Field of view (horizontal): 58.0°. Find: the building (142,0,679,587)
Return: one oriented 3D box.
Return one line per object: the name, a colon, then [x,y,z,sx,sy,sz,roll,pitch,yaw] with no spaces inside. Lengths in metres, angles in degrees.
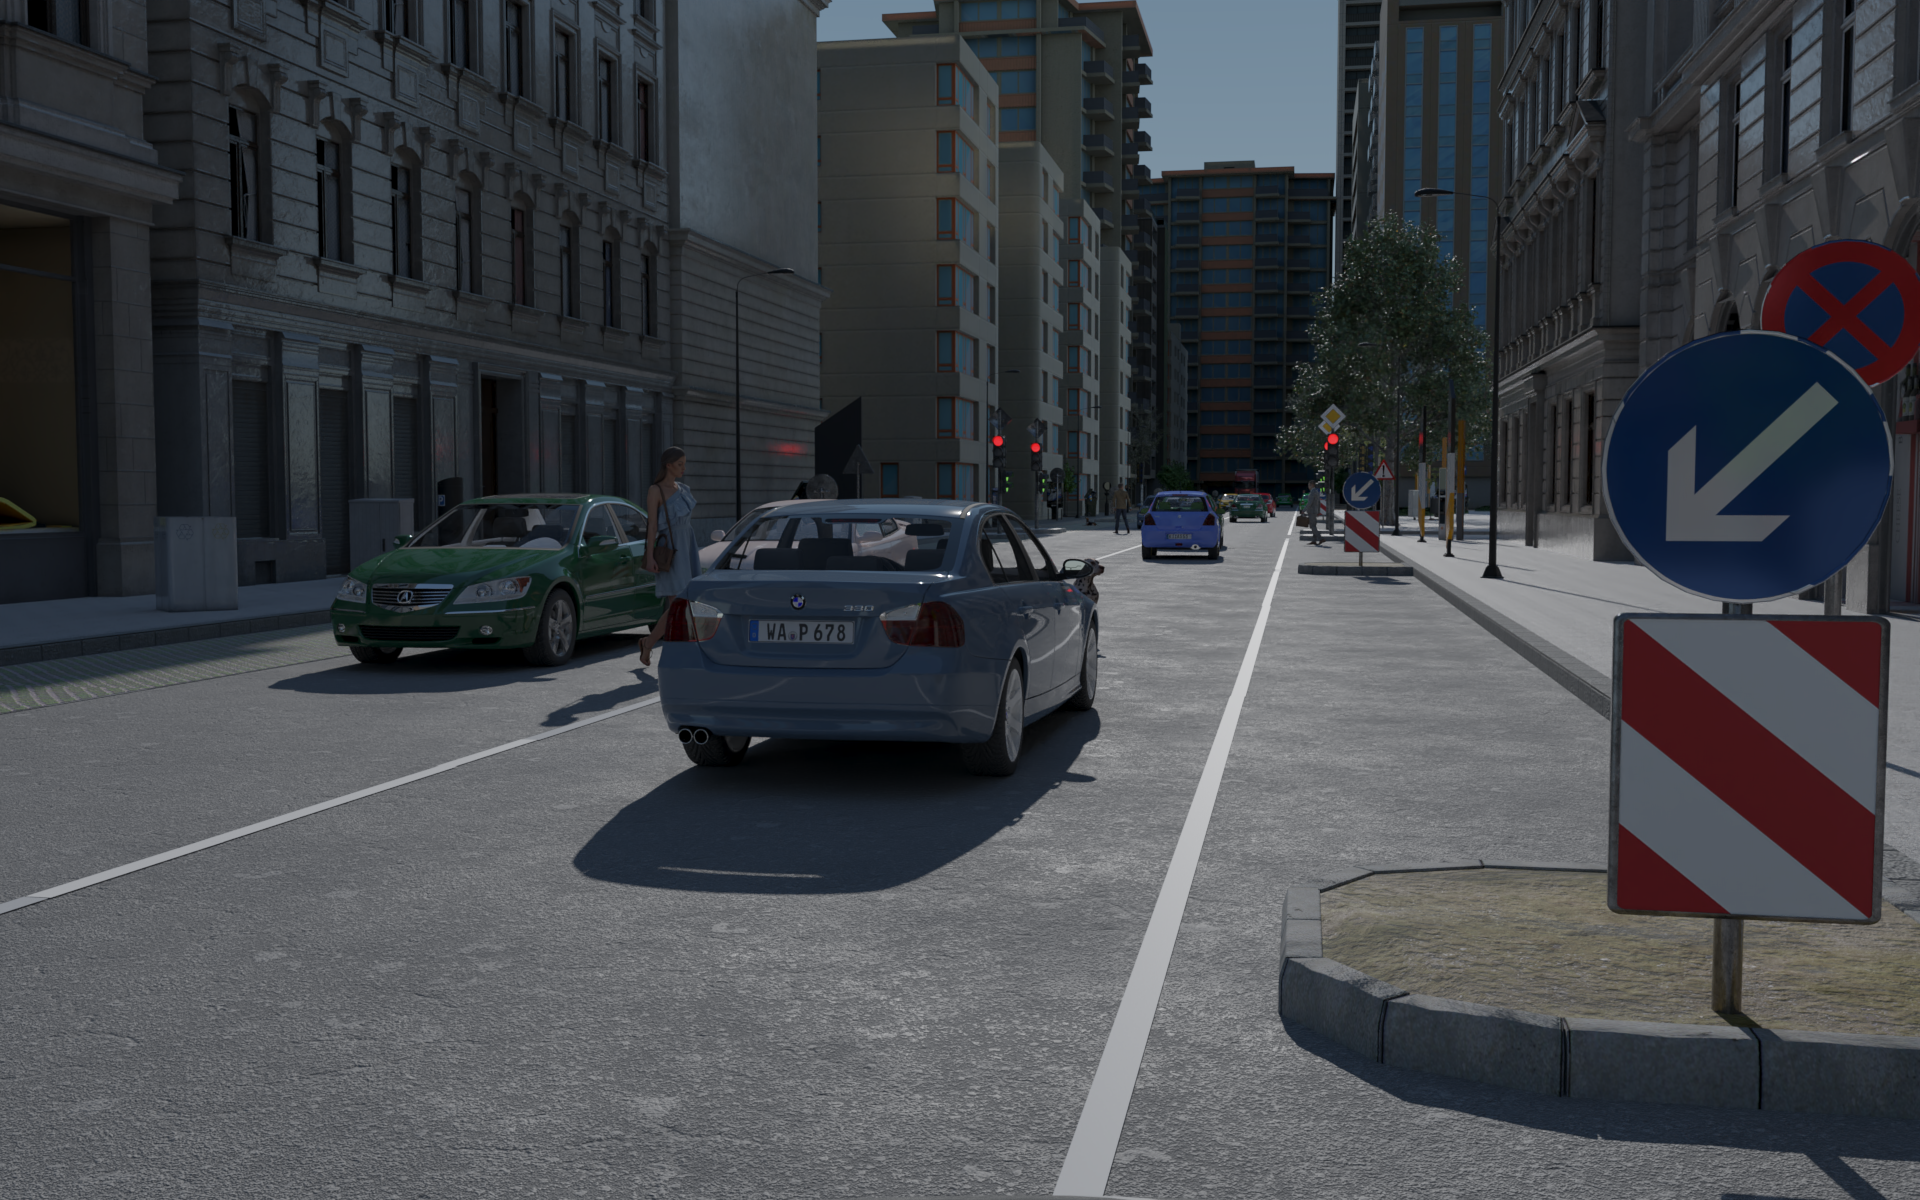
building: [-12.976,-11.197,32.219,9.793,20.994,18.267,1,4,11]

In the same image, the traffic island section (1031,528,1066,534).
traffic island section: [2.802,-2.541,63.823,2.009,0.180,2.903,1,4,11]

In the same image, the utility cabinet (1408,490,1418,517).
utility cabinet: [25.316,-5.354,96.218,0.318,1.500,1.173,3,5,40]

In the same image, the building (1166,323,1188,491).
building: [10.810,-21.701,199.856,28.899,21.520,27.650,1,4,11]

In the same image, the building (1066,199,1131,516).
building: [-3.548,-16.718,118.377,27.650,21.520,28.899,1,4,11]

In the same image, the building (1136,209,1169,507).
building: [13.471,-24.691,175.396,14.160,30.474,14.107,1,4,11]

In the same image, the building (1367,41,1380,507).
building: [50.700,-33.440,166.357,23.786,49.044,30.456,1,4,11]

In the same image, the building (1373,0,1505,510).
building: [42.314,-30.279,145.173,14.600,45.320,14.200,1,4,11]

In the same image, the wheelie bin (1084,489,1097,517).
wheelie bin: [7.460,-5.555,98.739,0.693,1.594,0.980,-1,4,-11]

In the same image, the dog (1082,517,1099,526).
dog: [5.862,-3.520,77.745,0.550,0.427,0.748,-2,4,-35]

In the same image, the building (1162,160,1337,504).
building: [35.055,-35.230,230.630,28.867,44.769,22.147,1,4,11]

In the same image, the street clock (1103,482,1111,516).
street clock: [8.678,-5.981,102.362,0.471,2.002,0.358,-2,4,-24]

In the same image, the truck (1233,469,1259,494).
truck: [32.494,-12.688,196.361,2.839,4.237,11.283,1,4,11]

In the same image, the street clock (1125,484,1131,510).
street clock: [12.064,-7.328,124.377,0.471,2.002,0.358,0,4,-1]

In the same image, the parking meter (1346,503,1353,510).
parking meter: [25.766,-6.658,114.567,0.399,1.863,0.255,2,4,31]

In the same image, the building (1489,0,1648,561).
building: [18.465,-10.755,40.473,10.561,19.102,19.286,1,4,11]

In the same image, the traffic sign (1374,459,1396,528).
traffic sign: [15.795,-3.953,64.629,0.884,2.594,0.081,1,4,17]

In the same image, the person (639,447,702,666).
person: [-2.371,-0.332,14.018,0.778,1.811,0.616,2,4,35]

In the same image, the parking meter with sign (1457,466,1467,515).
parking meter with sign: [30.921,-6.766,106.891,0.543,3.016,1.738,1,4,18]

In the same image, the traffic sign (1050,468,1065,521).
traffic sign: [4.670,-5.086,83.263,0.768,2.556,0.104,1,4,18]

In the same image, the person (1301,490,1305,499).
person: [29.954,-8.691,151.143,0.434,1.755,0.990,2,4,27]

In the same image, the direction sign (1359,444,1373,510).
direction sign: [18.238,-5.251,77.855,0.876,3.537,0.379,-2,4,-33]

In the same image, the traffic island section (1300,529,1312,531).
traffic island section: [13.143,-2.416,61.783,2.009,0.180,2.903,1,4,11]

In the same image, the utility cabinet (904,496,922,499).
utility cabinet: [-1.417,-2.540,52.690,0.306,1.237,1.020,1,4,13]

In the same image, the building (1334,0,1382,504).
building: [59.571,-48.198,226.285,20.611,71.187,20.563,1,4,11]

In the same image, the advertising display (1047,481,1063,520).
advertising display: [4.761,-4.994,86.869,0.974,1.923,0.123,3,5,42]

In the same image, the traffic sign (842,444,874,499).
traffic sign: [-2.665,-2.767,45.245,0.884,2.594,0.081,1,4,17]

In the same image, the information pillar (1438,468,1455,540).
information pillar: [13.503,-2.665,48.066,0.304,2.012,0.304,-2,4,-27]

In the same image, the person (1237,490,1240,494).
person: [28.192,-10.182,175.115,0.705,1.807,1.348,0,4,1]

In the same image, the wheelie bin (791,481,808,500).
wheelie bin: [-3.584,-2.039,41.247,0.693,1.594,0.980,2,4,28]

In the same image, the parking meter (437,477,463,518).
parking meter: [-7.585,-1.064,25.807,0.372,1.533,0.369,0,3,0]

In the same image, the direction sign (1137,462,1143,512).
direction sign: [12.872,-8.075,124.020,0.379,3.537,0.876,-1,4,-21]

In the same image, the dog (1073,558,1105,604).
dog: [1.179,-0.005,16.918,0.513,0.831,0.800,1,4,8]

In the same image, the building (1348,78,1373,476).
building: [54.501,-34.765,192.114,21.300,48.544,21.600,1,4,11]

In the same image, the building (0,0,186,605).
building: [-18.424,-9.317,3.245,10.553,20.767,40.483,1,4,11]

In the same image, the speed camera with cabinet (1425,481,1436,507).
speed camera with cabinet: [34.218,-7.996,125.075,0.660,3.252,2.038,-1,4,-11]

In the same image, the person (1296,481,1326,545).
person: [9.947,-2.463,48.896,0.853,1.813,0.709,2,4,24]

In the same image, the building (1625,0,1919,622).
building: [15.739,-10.794,18.287,13.314,21.916,24.055,1,4,11]

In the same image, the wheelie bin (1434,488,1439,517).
wheelie bin: [26.510,-5.335,95.143,0.980,1.594,0.693,-1,4,-17]

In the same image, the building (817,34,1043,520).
building: [-10.780,-14.509,82.262,27.650,21.520,28.899,1,4,11]

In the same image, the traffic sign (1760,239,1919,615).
traffic sign: [4.435,-0.530,8.766,0.768,2.556,0.104,1,4,17]

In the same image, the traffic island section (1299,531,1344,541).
traffic island section: [11.596,-1.937,53.949,2.009,0.180,2.903,1,4,11]

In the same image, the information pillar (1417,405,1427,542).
information pillar: [12.293,-3.346,46.057,0.183,3.616,0.504,0,4,3]

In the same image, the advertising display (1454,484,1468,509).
advertising display: [33.471,-6.770,115.897,0.974,1.923,0.123,2,4,34]

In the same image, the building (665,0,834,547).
building: [-21.746,-14.119,49.935,34.723,24.649,14.460,1,4,11]

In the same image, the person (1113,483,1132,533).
person: [5.917,-3.345,63.102,0.656,1.842,0.836,-2,4,-35]

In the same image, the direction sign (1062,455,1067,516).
direction sign: [6.005,-6.549,99.073,0.379,3.537,0.876,0,4,6]

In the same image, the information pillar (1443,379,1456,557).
information pillar: [9.988,-2.684,35.243,0.183,3.616,0.504,1,4,8]

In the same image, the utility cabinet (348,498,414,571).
utility cabinet: [-8.330,-0.842,24.936,1.020,1.237,0.306,2,4,29]

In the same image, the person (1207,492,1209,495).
person: [31.194,-12.795,218.426,0.721,1.735,1.217,-1,4,-23]

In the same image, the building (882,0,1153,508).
building: [5.424,-30.585,154.683,22.147,44.769,28.867,1,4,11]

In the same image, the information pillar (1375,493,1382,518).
information pillar: [21.294,-5.106,87.972,0.304,2.012,0.304,2,4,30]

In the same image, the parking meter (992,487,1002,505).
parking meter: [1.417,-3.558,66.584,0.372,1.533,0.369,0,3,0]
